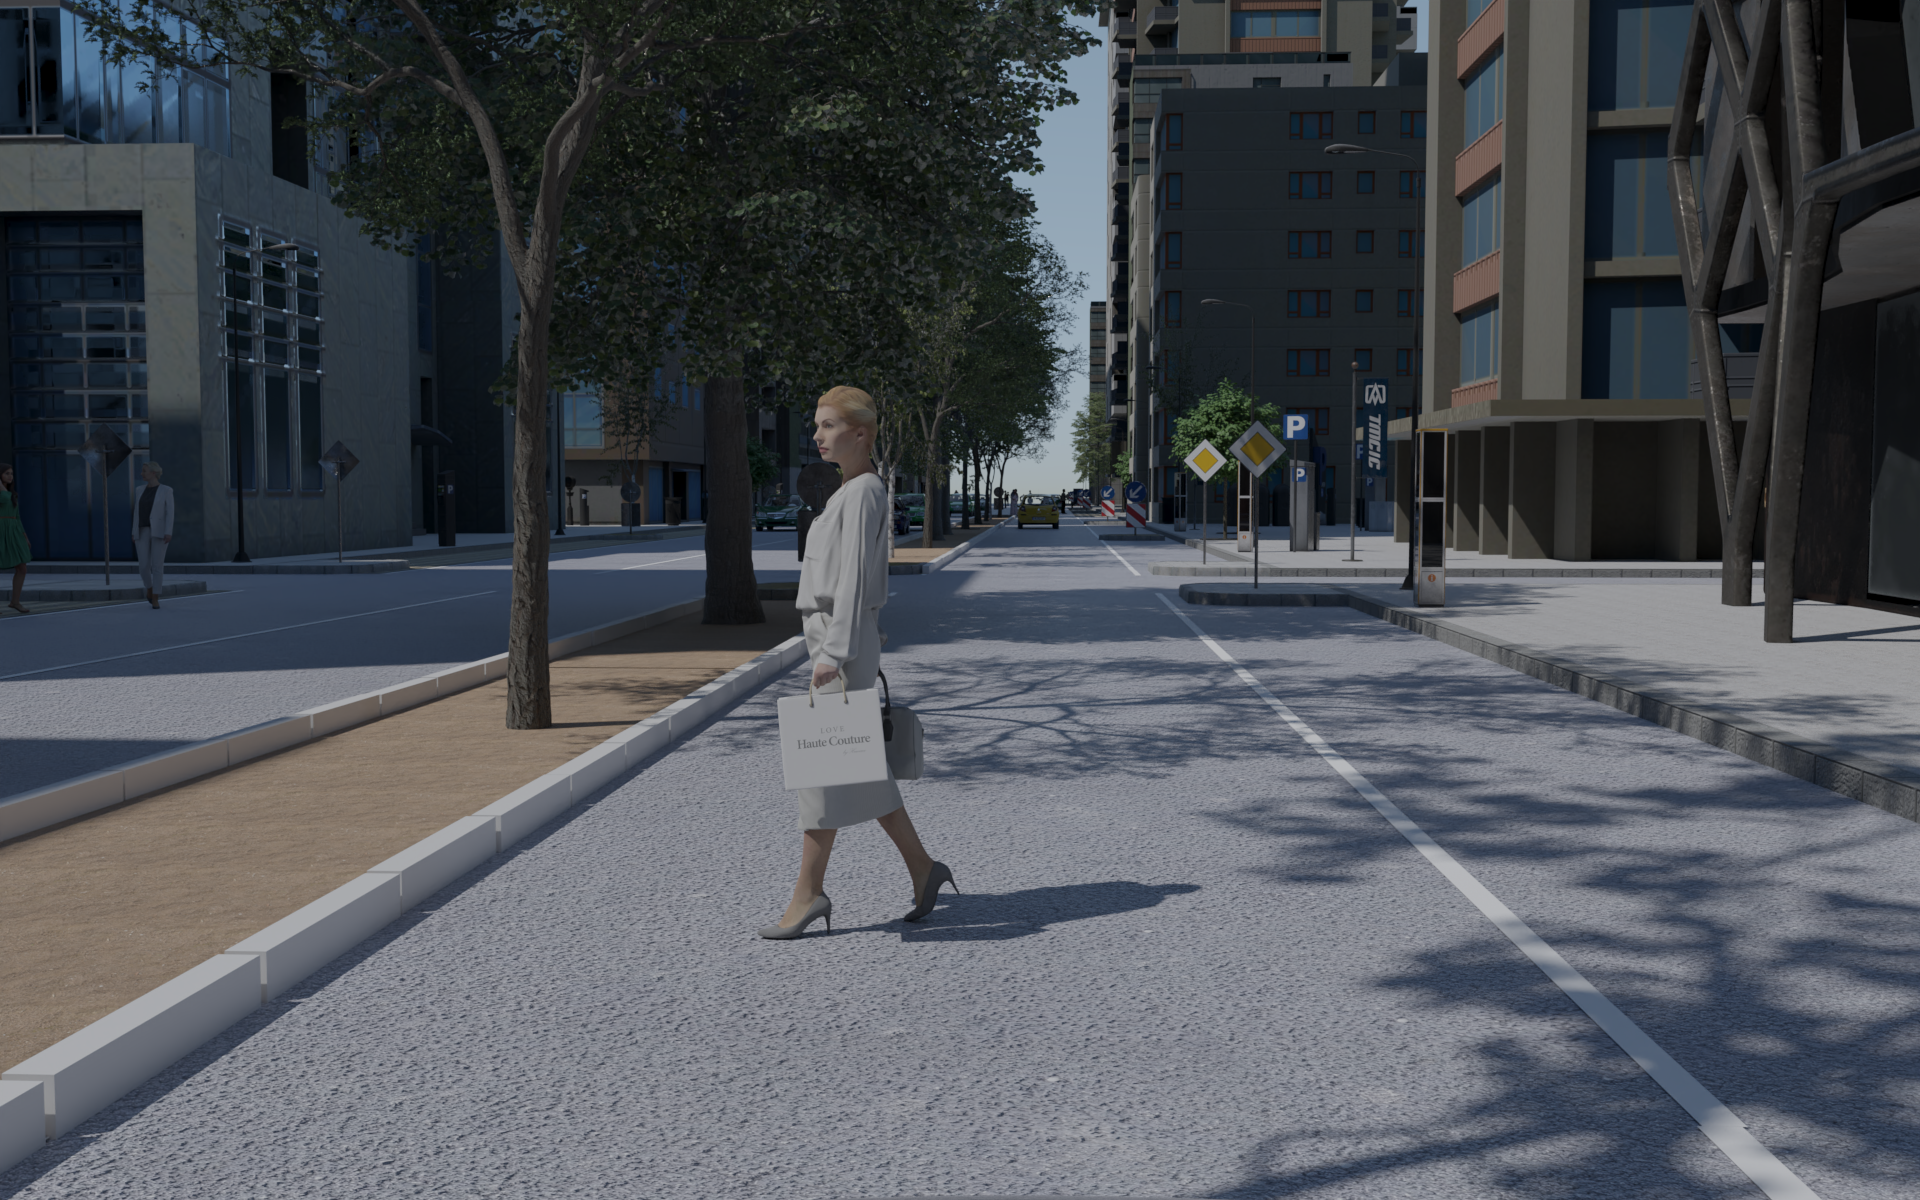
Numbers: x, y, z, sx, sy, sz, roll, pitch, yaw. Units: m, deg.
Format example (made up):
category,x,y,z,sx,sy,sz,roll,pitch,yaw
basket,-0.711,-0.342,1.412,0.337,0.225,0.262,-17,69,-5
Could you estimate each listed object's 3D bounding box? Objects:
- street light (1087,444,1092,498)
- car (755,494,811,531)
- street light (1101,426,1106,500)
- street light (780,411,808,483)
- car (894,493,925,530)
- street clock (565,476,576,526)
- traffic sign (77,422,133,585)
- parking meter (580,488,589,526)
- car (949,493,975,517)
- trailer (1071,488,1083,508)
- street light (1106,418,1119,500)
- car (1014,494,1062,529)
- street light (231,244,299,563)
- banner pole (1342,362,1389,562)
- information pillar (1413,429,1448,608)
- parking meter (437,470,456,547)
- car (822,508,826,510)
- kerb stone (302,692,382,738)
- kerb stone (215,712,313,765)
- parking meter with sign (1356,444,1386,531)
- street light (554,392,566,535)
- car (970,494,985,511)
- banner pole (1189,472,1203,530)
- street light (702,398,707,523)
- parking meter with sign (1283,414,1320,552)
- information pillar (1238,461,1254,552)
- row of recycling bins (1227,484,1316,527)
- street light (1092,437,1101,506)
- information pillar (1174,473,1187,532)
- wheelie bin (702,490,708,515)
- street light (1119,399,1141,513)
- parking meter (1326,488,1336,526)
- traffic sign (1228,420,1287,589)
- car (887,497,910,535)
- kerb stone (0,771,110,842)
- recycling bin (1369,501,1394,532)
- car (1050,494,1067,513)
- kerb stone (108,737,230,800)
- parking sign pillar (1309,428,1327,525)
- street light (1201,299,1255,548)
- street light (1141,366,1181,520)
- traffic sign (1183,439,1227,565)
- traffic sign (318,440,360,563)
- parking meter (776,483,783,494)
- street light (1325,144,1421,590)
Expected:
category,x,y,z,sx,sy,sz,roll,pitch,yaw
street light,12.830,-11.539,161.199,1.470,5.913,1.316,0,4,3
car,-6.887,-3.439,68.020,2.131,1.459,4.920,0,4,2
street light,10.580,-8.915,118.309,1.470,5.913,1.316,0,4,3
street light,-9.518,-7.628,97.266,1.470,5.913,1.316,0,4,3
car,-2.040,-3.640,68.315,1.959,1.807,4.718,0,4,2
street clock,-15.921,-4.044,70.690,0.471,2.002,0.358,2,4,24
traffic sign,-12.003,-1.266,24.336,0.795,2.450,0.064,0,4,3
parking meter,-15.174,-3.766,69.978,0.372,1.533,0.369,0,3,0
car,-0.018,-6.215,110.403,1.959,1.807,4.718,0,4,3
trailer,11.994,-10.338,176.081,1.471,1.999,3.904,0,4,2
street light,9.901,-8.175,106.205,1.470,5.913,1.316,0,4,3
car,3.251,-3.797,72.303,2.015,1.641,3.980,0,4,1
street light,-12.944,-3.655,32.295,1.470,5.913,1.316,0,4,3
banner pole,7.712,-2.622,32.890,0.863,3.779,0.401,1,4,9
information pillar,5.329,-0.926,19.626,0.304,2.012,0.304,0,4,4
parking meter,-12.551,-2.238,42.308,0.255,1.863,0.399,2,4,25
car,-5.640,-4.396,81.469,1.945,1.707,3.694,0,4,2
kerb stone,-3.803,0.709,10.597,0.120,0.150,1.000,0,4,3
kerb stone,-3.860,0.772,9.569,0.120,0.150,1.000,0,4,3
parking meter with sign,14.497,-3.918,60.323,1.738,3.016,0.543,-3,5,-39
street light,-11.926,-4.967,53.746,1.470,5.913,1.316,0,4,3
car,1.290,-7.183,129.239,2.131,1.459,4.920,0,4,1
banner pole,8.490,-4.388,61.757,0.401,3.779,0.863,-1,4,-20
street light,-10.628,-6.317,75.820,1.470,5.913,1.316,0,4,3
parking meter with sign,7.689,-2.599,38.759,0.543,3.016,1.738,2,4,23
information pillar,6.297,-2.059,38.157,0.304,2.012,0.304,1,4,19
row of recycling bins,12.392,-3.778,68.876,3.534,1.692,1.069,0,4,-4
street light,11.627,-10.227,139.758,1.470,5.913,1.316,0,4,3
information pillar,7.538,-3.347,59.212,0.304,2.012,0.304,-2,4,-32
wheelie bin,-11.191,-4.277,77.844,0.693,1.594,0.980,2,4,24
street light,8.700,-6.864,84.764,1.470,5.913,1.316,0,4,3
parking meter,14.995,-3.766,69.977,0.372,1.533,0.369,0,3,0
traffic sign,4.018,-1.212,23.464,0.795,2.450,0.064,0,4,3
car,-2.726,-3.004,61.701,1.945,1.354,3.894,0,4,2
kerb stone,-3.963,0.897,7.528,0.120,0.150,1.000,0,4,3
recycling bin,14.441,-2.845,59.070,0.722,1.027,0.722,-3,5,-44
car,7.112,-7.411,132.974,2.131,1.459,4.920,0,4,4
kerb stone,-3.913,0.835,8.549,0.120,0.150,1.000,0,4,3
parking sign pillar,14.720,-5.066,71.307,1.447,3.967,1.447,2,4,25
street light,6.453,-4.214,41.434,1.470,5.913,1.316,0,4,3
street light,7.419,-5.526,62.887,1.470,5.913,1.316,0,4,3
traffic sign,4.443,-1.700,31.438,0.795,2.450,0.064,0,4,3
traffic sign,-11.577,-1.753,32.310,0.795,2.450,0.064,0,4,3
parking meter,-9.807,-5.408,94.138,0.255,1.863,0.399,1,4,21
street light,5.545,-3.095,23.151,1.470,5.913,1.316,0,4,3
